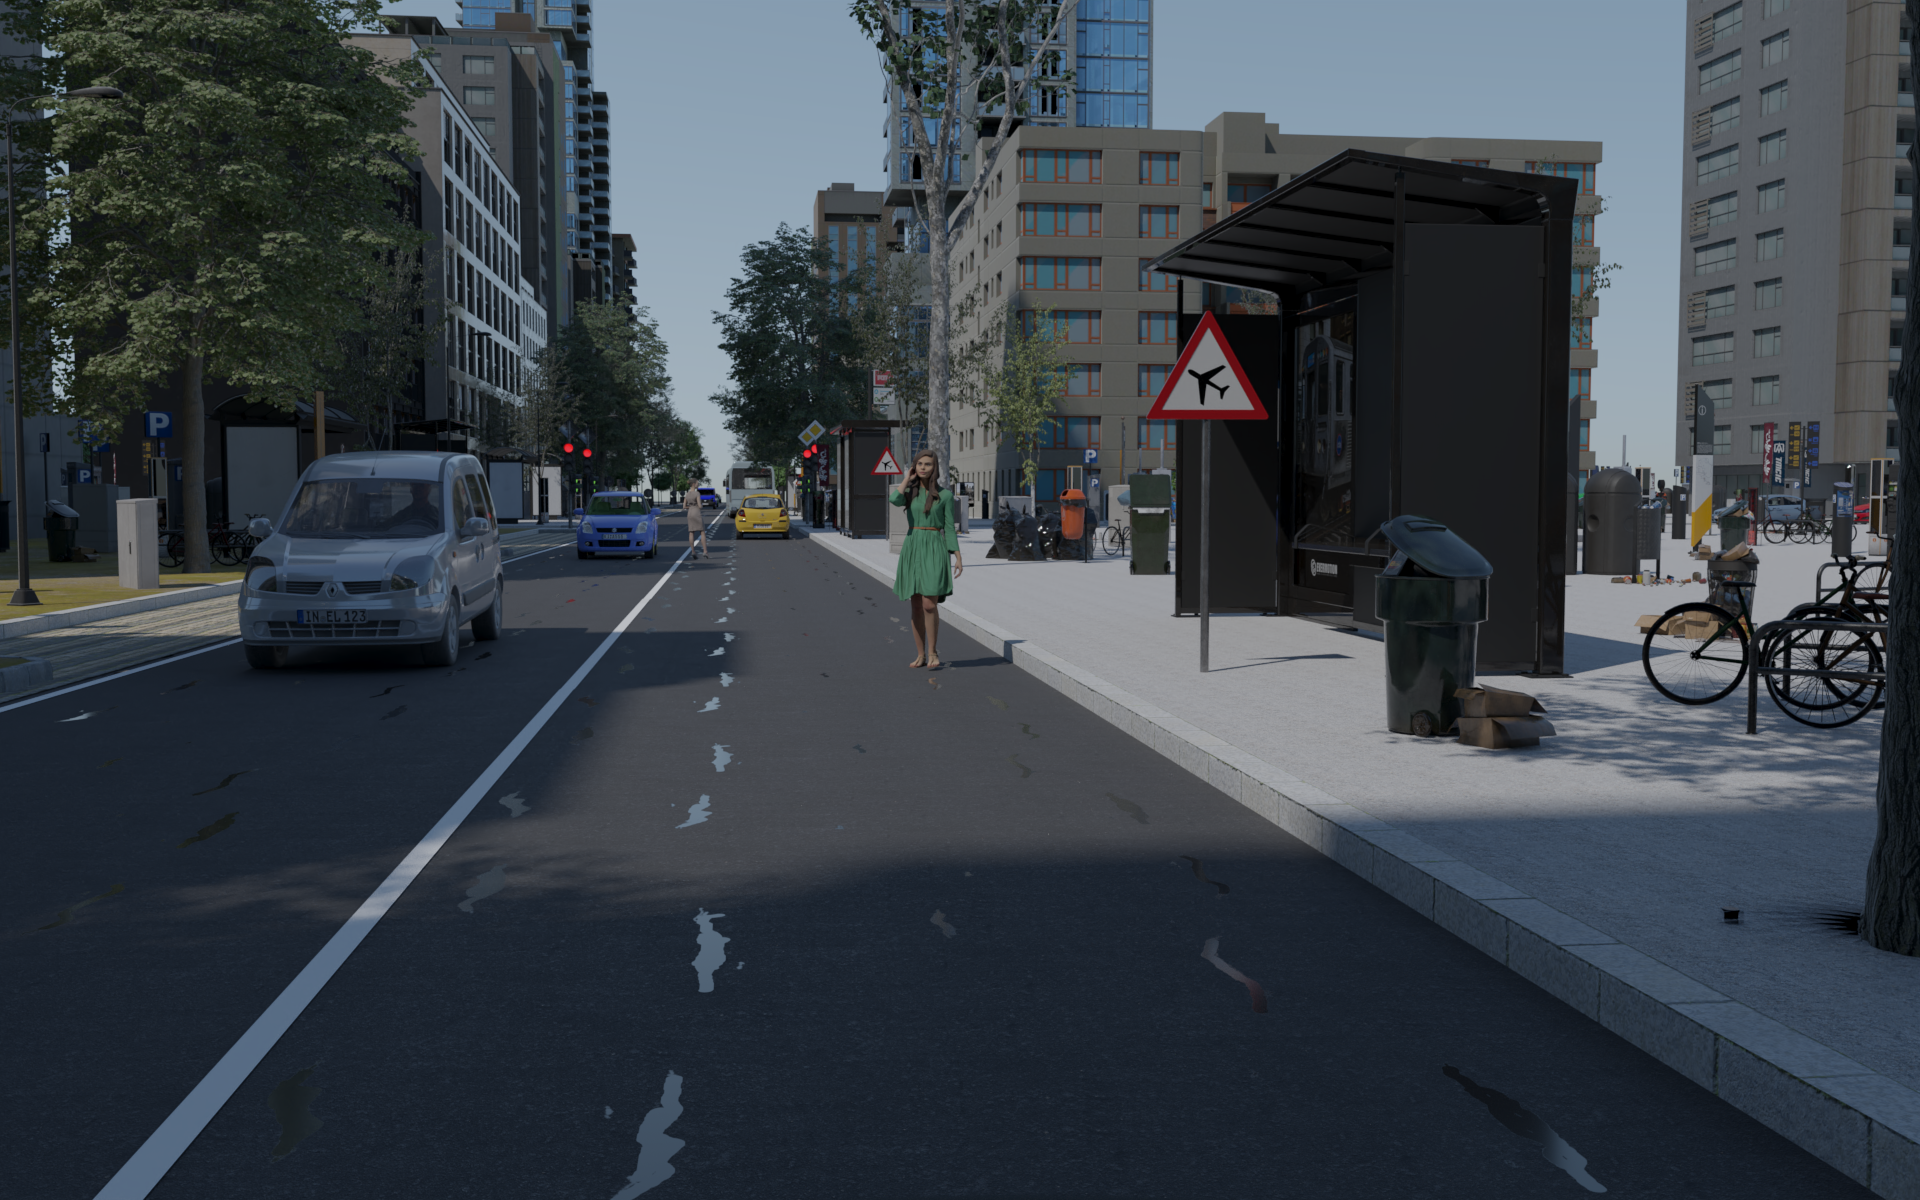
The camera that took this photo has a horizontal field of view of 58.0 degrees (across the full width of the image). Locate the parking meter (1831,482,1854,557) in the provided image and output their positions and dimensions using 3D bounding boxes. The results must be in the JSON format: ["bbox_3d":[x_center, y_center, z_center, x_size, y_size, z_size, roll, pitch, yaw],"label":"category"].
[{"bbox_3d":[17.984,-1.644,35.294,0.372,1.533,0.369,0,3,0],"label":"parking meter"}]

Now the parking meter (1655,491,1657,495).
[{"bbox_3d":[58.711,-8.442,146.438,0.372,1.533,0.369,0,3,0],"label":"parking meter"}]

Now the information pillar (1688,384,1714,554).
[{"bbox_3d":[15.820,-2.786,36.913,0.504,3.616,0.183,-1,4,-22],"label":"information pillar"}]

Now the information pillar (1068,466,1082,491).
[{"bbox_3d":[3.004,-2.498,45.326,0.304,2.012,0.304,-1,4,-17],"label":"information pillar"}]

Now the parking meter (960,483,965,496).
[{"bbox_3d":[0.124,-5.032,87.976,0.255,1.863,0.399,0,4,-4],"label":"parking meter"}]

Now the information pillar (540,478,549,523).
[{"bbox_3d":[-18.513,-4.439,77.075,0.304,2.012,0.304,2,4,25],"label":"information pillar"}]

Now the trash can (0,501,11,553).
[{"bbox_3d":[-21.234,-1.615,38.054,0.748,1.137,0.748,0,3,0],"label":"trash can"}]

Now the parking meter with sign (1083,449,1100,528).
[{"bbox_3d":[5.083,-4.278,66.213,0.543,3.016,1.738,0,4,-3],"label":"parking meter with sign"}]

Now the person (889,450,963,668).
[{"bbox_3d":[-0.272,-0.335,14.222,0.600,1.795,0.529,0,4,1],"label":"person"}]

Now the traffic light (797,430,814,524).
[{"bbox_3d":[-6.486,-5.163,73.329,0.839,4.253,0.868,0,4,-7],"label":"traffic light"}]

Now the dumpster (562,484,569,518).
[{"bbox_3d":[-21.702,-5.369,93.538,1.264,1.857,1.865,0,4,-7],"label":"dumpster"}]

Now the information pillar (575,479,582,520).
[{"bbox_3d":[-19.017,-5.003,86.285,0.304,2.012,0.304,-1,4,-18],"label":"information pillar"}]

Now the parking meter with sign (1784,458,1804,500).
[{"bbox_3d":[40.214,-5.345,83.654,0.543,3.016,1.738,-1,4,-9],"label":"parking meter with sign"}]

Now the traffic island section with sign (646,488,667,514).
[{"bbox_3d":[-21.853,-6.919,121.754,1.989,1.847,2.006,0,4,-7],"label":"traffic island section with sign"}]

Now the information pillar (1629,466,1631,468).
[{"bbox_3d":[54.527,-9.179,141.435,0.504,3.616,0.183,0,4,5],"label":"information pillar"}]

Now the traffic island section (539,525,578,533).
[{"bbox_3d":[-14.499,-2.575,64.376,2.009,0.180,2.903,0,4,-7],"label":"traffic island section"}]

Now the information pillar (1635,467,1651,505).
[{"bbox_3d":[18.756,-2.638,47.620,0.304,2.012,0.304,-1,4,-16],"label":"information pillar"}]

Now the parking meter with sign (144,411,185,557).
[{"bbox_3d":[-16.337,-2.434,36.060,1.738,3.016,0.543,3,5,44],"label":"parking meter with sign"}]

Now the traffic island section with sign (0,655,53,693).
[{"bbox_3d":[-7.888,-0.247,12.661,1.989,1.847,2.006,0,4,-7],"label":"traffic island section with sign"}]

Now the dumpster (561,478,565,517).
[{"bbox_3d":[-22.714,-5.783,97.050,1.502,2.255,1.985,0,4,-7],"label":"dumpster"}]

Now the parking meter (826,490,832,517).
[{"bbox_3d":[-7.477,-5.530,98.824,0.372,1.533,0.369,0,3,0],"label":"parking meter"}]

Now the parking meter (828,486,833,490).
[{"bbox_3d":[-9.255,-7.223,123.806,0.255,1.863,0.399,0,4,4],"label":"parking meter"}]

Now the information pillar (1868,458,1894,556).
[{"bbox_3d":[19.007,-1.911,35.743,0.304,2.012,0.304,-1,4,-19],"label":"information pillar"}]

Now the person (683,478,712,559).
[{"bbox_3d":[-5.800,-1.799,38.256,0.599,1.781,0.374,2,4,34],"label":"person"}]

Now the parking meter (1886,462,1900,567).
[{"bbox_3d":[15.752,-1.423,28.980,0.399,1.863,0.255,-1,4,-12],"label":"parking meter"}]

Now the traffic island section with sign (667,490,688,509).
[{"bbox_3d":[-28.093,-9.898,170.463,1.989,1.847,2.006,0,4,-7],"label":"traffic island section with sign"}]

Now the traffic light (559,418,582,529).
[{"bbox_3d":[-14.458,-4.607,64.246,0.839,4.253,0.868,0,4,-7],"label":"traffic light"}]

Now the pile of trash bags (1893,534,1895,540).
[{"bbox_3d":[5.263,0.217,6.200,3.447,1.369,1.912,3,4,36],"label":"pile of trash bags"}]

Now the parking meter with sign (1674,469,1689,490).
[{"bbox_3d":[50.169,-7.534,119.436,0.543,3.016,1.738,-3,5,-41],"label":"parking meter with sign"}]

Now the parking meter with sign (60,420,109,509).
[{"bbox_3d":[-20.992,-2.760,41.394,0.543,3.016,1.738,-3,5,-43],"label":"parking meter with sign"}]

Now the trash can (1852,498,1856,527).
[{"bbox_3d":[32.949,-3.232,64.504,0.748,1.137,0.748,0,3,0],"label":"trash can"}]

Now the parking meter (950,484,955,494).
[{"bbox_3d":[-0.504,-5.833,101.082,0.399,1.863,0.255,2,4,31],"label":"parking meter"}]

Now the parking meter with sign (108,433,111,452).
[{"bbox_3d":[-24.405,-3.194,48.476,0.543,3.016,1.738,0,4,-3],"label":"parking meter with sign"}]

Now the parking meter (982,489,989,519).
[{"bbox_3d":[1.308,-4.941,89.191,0.372,1.533,0.369,0,3,0],"label":"parking meter"}]

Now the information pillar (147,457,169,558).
[{"bbox_3d":[-16.144,-1.859,34.884,0.304,2.012,0.304,-3,4,-37],"label":"information pillar"}]

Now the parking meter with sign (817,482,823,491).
[{"bbox_3d":[-8.707,-6.755,106.699,1.738,3.016,0.543,3,5,41],"label":"parking meter with sign"}]

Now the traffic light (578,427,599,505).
[{"bbox_3d":[-15.472,-5.092,72.167,0.839,4.253,0.868,0,4,-7],"label":"traffic light"}]

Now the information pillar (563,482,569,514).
[{"bbox_3d":[-23.159,-5.959,101.928,0.304,2.012,0.304,-2,4,-33],"label":"information pillar"}]

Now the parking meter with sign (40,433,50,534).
[{"bbox_3d":[-25.509,-3.288,50.021,0.543,3.016,1.738,3,5,44],"label":"parking meter with sign"}]

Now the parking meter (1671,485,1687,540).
[{"bbox_3d":[20.344,-2.482,48.989,0.372,1.533,0.369,0,3,0],"label":"parking meter"}]

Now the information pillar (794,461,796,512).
[{"bbox_3d":[-11.516,-7.912,120.721,0.183,3.616,0.504,0,4,1],"label":"information pillar"}]

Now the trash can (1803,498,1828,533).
[{"bbox_3d":[28.532,-2.821,57.781,0.748,1.137,0.748,0,3,0],"label":"trash can"}]

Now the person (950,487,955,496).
[{"bbox_3d":[-0.436,-3.865,71.868,0.537,1.800,0.526,0,4,-2],"label":"person"}]

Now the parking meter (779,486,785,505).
[{"bbox_3d":[-12.644,-7.180,123.096,0.399,1.863,0.255,3,5,39],"label":"parking meter"}]

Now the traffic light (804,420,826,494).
[{"bbox_3d":[-5.472,-4.678,65.408,0.839,4.253,0.868,0,4,-7],"label":"traffic light"}]

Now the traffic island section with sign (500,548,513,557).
[{"bbox_3d":[-11.373,-1.911,39.874,1.989,1.847,2.006,0,4,-7],"label":"traffic island section with sign"}]

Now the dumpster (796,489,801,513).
[{"bbox_3d":[-10.622,-6.926,118.997,1.264,1.857,1.865,0,4,-7],"label":"dumpster"}]

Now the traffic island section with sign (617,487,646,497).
[{"bbox_3d":[-18.404,-5.269,94.778,1.989,1.847,2.006,0,4,-7],"label":"traffic island section with sign"}]
